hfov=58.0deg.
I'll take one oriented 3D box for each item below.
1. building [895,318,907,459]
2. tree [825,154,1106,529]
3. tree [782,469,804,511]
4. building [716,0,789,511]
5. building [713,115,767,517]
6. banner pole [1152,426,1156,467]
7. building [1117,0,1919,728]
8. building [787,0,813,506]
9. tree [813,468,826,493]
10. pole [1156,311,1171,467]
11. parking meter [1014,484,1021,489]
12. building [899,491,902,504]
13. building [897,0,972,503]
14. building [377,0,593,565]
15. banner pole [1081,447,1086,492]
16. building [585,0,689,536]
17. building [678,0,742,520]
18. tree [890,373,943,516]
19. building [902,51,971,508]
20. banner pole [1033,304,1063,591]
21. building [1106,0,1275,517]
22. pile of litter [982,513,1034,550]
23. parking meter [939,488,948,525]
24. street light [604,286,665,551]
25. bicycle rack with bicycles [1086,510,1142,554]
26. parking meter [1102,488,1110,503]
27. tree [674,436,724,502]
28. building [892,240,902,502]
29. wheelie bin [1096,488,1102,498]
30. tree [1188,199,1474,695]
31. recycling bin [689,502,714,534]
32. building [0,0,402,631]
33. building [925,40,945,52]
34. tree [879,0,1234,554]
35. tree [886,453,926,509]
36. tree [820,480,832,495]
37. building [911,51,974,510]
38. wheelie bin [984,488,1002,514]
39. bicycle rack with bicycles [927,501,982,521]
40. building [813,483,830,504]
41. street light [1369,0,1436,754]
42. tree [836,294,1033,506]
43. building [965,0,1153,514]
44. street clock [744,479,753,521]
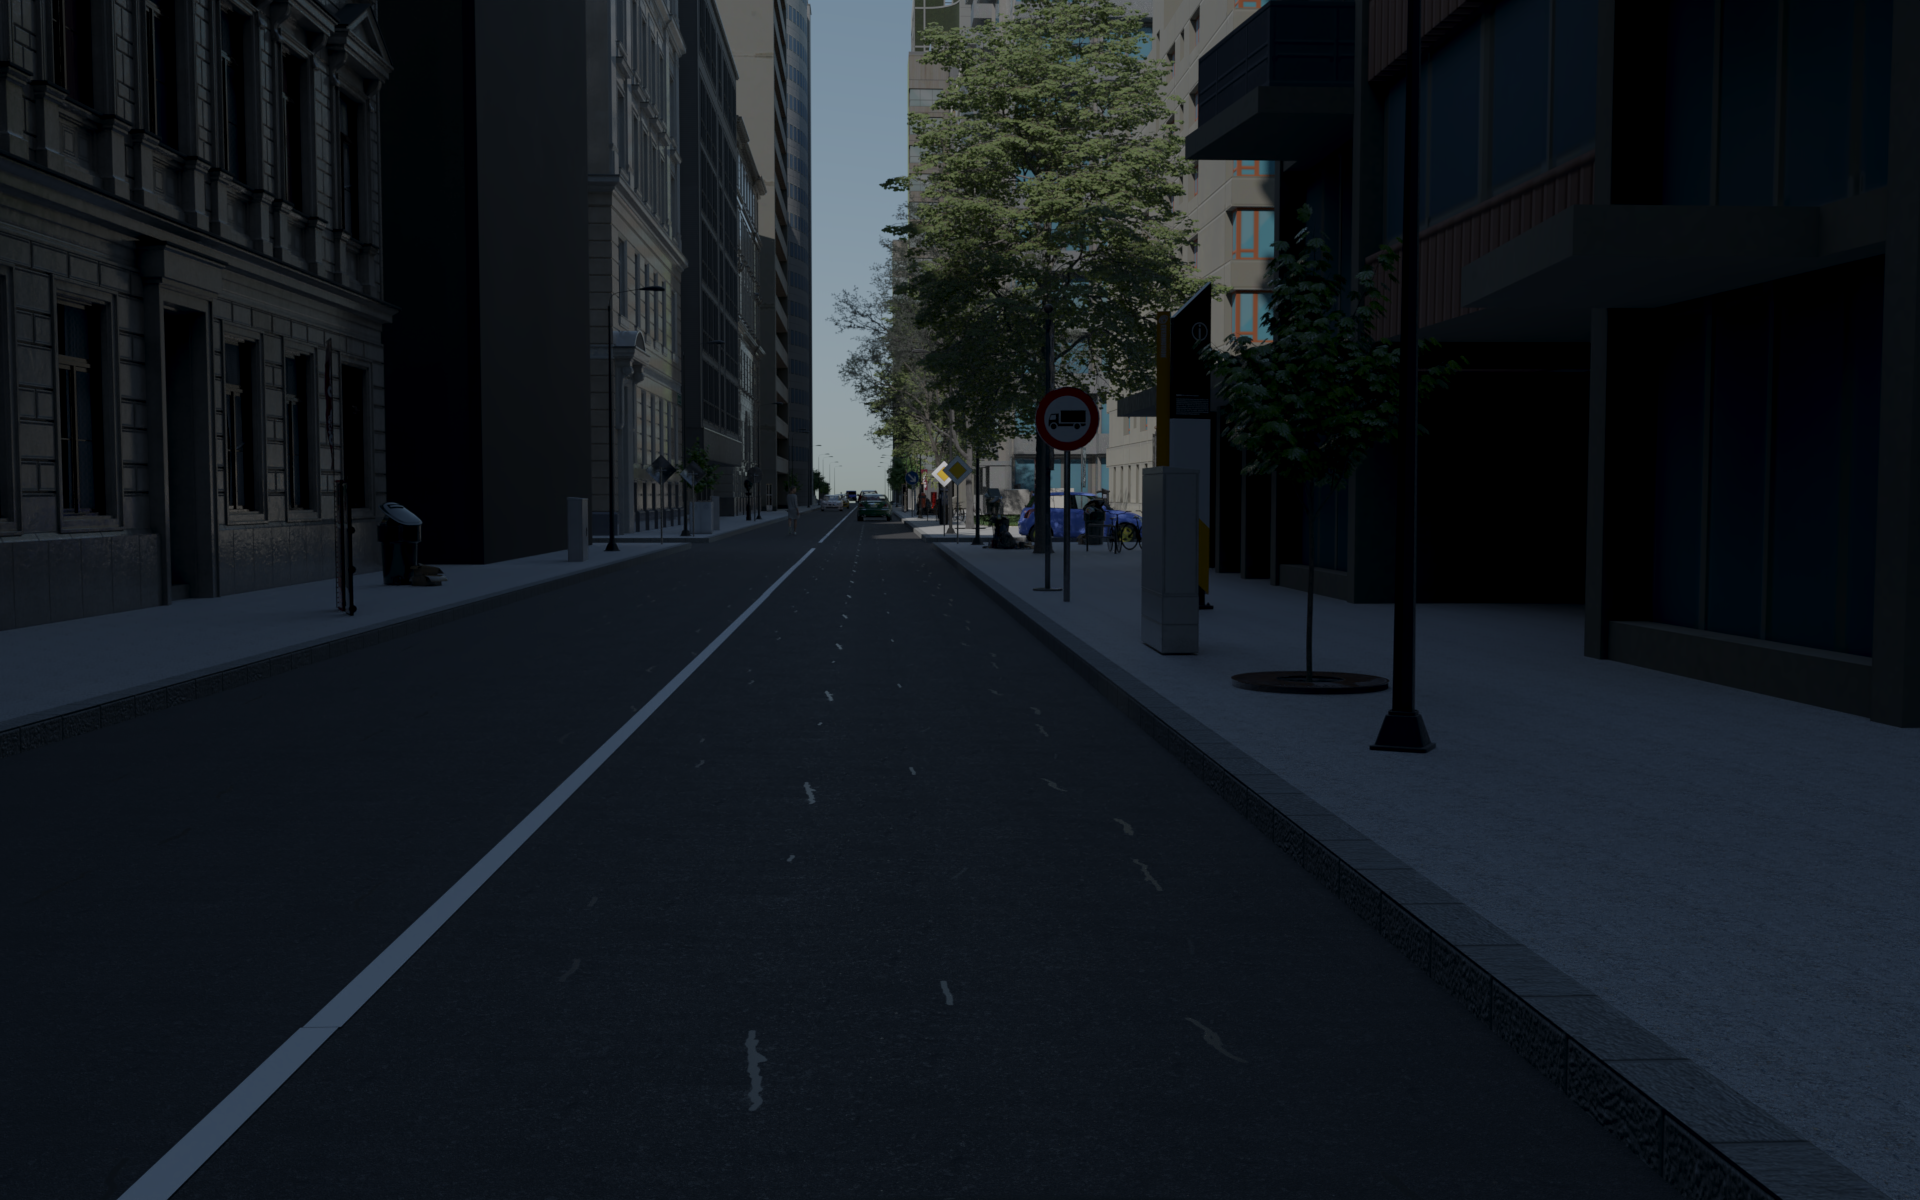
[{"bbox_3d":[-2.915,-30.188,265.267,14.160,30.474,14.107,0,4,-3],"label":"building"},{"bbox_3d":[0.231,-9.343,63.121,12.009,13.543,11.850,0,3,0],"label":"tree"},{"bbox_3d":[-12.679,-8.391,131.789,1.663,3.219,1.824,0,3,0],"label":"tree"},{"bbox_3d":[-24.753,-31.364,136.502,21.300,48.544,21.600,0,4,-3],"label":"building"},{"bbox_3d":[-19.083,-19.093,109.435,12.463,27.353,25.104,0,4,-3],"label":"building"},{"bbox_3d":[7.115,-4.488,63.396,0.401,3.779,0.863,1,4,18],"label":"banner pole"},{"bbox_3d":[14.332,-22.158,16.916,22.147,44.769,28.867,0,4,-3],"label":"building"},{"bbox_3d":[-26.824,-39.341,185.218,21.231,58.520,28.212,0,4,-3],"label":"building"},{"bbox_3d":[-17.412,-13.464,203.855,4.285,4.588,4.351,0,3,0],"label":"tree"},{"bbox_3d":[2.279,-1.565,19.428,0.158,3.312,0.155,0,3,0],"label":"pole"},{"bbox_3d":[3.162,-5.500,95.641,0.255,1.863,0.399,2,4,32],"label":"parking meter"},{"bbox_3d":[8.176,-32.657,225.819,32.217,40.220,23.993,0,4,-3],"label":"building"},{"bbox_3d":[1.299,-49.453,246.807,20.563,71.187,20.611,0,4,-3],"label":"building"},{"bbox_3d":[-16.835,-12.643,36.388,15.834,23.373,12.332,0,4,-3],"label":"building"},{"bbox_3d":[5.804,-5.598,81.549,0.401,3.779,0.863,1,4,22],"label":"banner pole"},{"bbox_3d":[-17.256,-16.875,61.817,13.634,28.700,20.117,0,4,-3],"label":"building"},{"bbox_3d":[-18.618,-17.757,83.829,14.314,27.812,24.014,0,4,-3],"label":"building"},{"bbox_3d":[-2.605,-9.255,101.674,4.737,8.622,4.395,0,3,0],"label":"tree"},{"bbox_3d":[2.032,-29.400,164.292,14.154,41.232,14.086,0,4,-3],"label":"building"},{"bbox_3d":[1.181,-1.997,22.675,0.401,3.779,0.863,0,4,-4],"label":"banner pole"},{"bbox_3d":[21.951,-13.576,67.001,28.899,21.520,27.650,0,4,-3],"label":"building"},{"bbox_3d":[1.146,-1.637,40.738,1.176,0.858,1.719,-1,4,-14],"label":"pile of litter"},{"bbox_3d":[-0.671,-3.910,72.346,0.372,1.533,0.369,0,3,0],"label":"parking meter"},{"bbox_3d":[-7.271,-4.048,38.734,1.470,5.913,1.316,0,4,-3],"label":"street light"},{"bbox_3d":[4.025,-1.528,38.370,2.852,0.926,2.925,-1,4,-15],"label":"bicycle rack with bicycles"},{"bbox_3d":[6.477,-4.191,76.935,0.372,1.533,0.369,0,3,0],"label":"parking meter"},{"bbox_3d":[-8.682,-3.878,58.001,1.663,3.219,1.824,0,3,0],"label":"tree"},{"bbox_3d":[-3.907,-36.443,279.441,14.154,41.232,14.086,0,4,-3],"label":"building"},{"bbox_3d":[7.362,-4.995,89.574,0.693,1.594,0.980,0,4,0],"label":"wheelie bin"},{"bbox_3d":[2.261,-1.039,11.591,1.663,3.219,1.824,0,3,0],"label":"tree"},{"bbox_3d":[-8.338,-2.649,55.860,0.722,1.027,0.722,0,4,-4],"label":"recycling bin"},{"bbox_3d":[-13.899,-9.496,19.885,10.561,19.102,19.286,0,4,-3],"label":"building"},{"bbox_3d":[5.967,-34.673,186.517,23.786,49.044,30.456,0,4,-3],"label":"building"},{"bbox_3d":[2.000,-7.259,36.805,7.486,12.596,7.792,0,3,0],"label":"tree"},{"bbox_3d":[-3.951,-8.954,130.119,4.285,4.588,4.351,0,3,0],"label":"tree"},{"bbox_3d":[-18.033,-14.597,233.263,1.663,3.219,1.824,0,3,0],"label":"tree"},{"bbox_3d":[12.112,-27.740,145.424,32.217,40.220,23.993,0,4,-3],"label":"building"},{"bbox_3d":[1.715,-5.096,91.229,0.980,1.594,0.693,-2,4,-24],"label":"wheelie bin"},{"bbox_3d":[-0.387,-4.224,82.439,2.852,0.926,2.925,-1,4,-13],"label":"bicycle rack with bicycles"},{"bbox_3d":[-36.662,-35.356,269.950,32.217,40.220,23.993,0,4,-3],"label":"building"},{"bbox_3d":[1.693,-2.201,8.535,1.470,5.913,1.316,0,4,-3],"label":"street light"},{"bbox_3d":[-0.857,-8.609,75.161,8.767,10.594,7.601,-1,4,-19],"label":"tree"},{"bbox_3d":[11.853,-30.139,112.374,23.786,49.044,30.456,0,4,-3],"label":"building"},{"bbox_3d":[-10.222,-4.840,83.711,0.358,2.002,0.471,2,4,25],"label":"street clock"}]
